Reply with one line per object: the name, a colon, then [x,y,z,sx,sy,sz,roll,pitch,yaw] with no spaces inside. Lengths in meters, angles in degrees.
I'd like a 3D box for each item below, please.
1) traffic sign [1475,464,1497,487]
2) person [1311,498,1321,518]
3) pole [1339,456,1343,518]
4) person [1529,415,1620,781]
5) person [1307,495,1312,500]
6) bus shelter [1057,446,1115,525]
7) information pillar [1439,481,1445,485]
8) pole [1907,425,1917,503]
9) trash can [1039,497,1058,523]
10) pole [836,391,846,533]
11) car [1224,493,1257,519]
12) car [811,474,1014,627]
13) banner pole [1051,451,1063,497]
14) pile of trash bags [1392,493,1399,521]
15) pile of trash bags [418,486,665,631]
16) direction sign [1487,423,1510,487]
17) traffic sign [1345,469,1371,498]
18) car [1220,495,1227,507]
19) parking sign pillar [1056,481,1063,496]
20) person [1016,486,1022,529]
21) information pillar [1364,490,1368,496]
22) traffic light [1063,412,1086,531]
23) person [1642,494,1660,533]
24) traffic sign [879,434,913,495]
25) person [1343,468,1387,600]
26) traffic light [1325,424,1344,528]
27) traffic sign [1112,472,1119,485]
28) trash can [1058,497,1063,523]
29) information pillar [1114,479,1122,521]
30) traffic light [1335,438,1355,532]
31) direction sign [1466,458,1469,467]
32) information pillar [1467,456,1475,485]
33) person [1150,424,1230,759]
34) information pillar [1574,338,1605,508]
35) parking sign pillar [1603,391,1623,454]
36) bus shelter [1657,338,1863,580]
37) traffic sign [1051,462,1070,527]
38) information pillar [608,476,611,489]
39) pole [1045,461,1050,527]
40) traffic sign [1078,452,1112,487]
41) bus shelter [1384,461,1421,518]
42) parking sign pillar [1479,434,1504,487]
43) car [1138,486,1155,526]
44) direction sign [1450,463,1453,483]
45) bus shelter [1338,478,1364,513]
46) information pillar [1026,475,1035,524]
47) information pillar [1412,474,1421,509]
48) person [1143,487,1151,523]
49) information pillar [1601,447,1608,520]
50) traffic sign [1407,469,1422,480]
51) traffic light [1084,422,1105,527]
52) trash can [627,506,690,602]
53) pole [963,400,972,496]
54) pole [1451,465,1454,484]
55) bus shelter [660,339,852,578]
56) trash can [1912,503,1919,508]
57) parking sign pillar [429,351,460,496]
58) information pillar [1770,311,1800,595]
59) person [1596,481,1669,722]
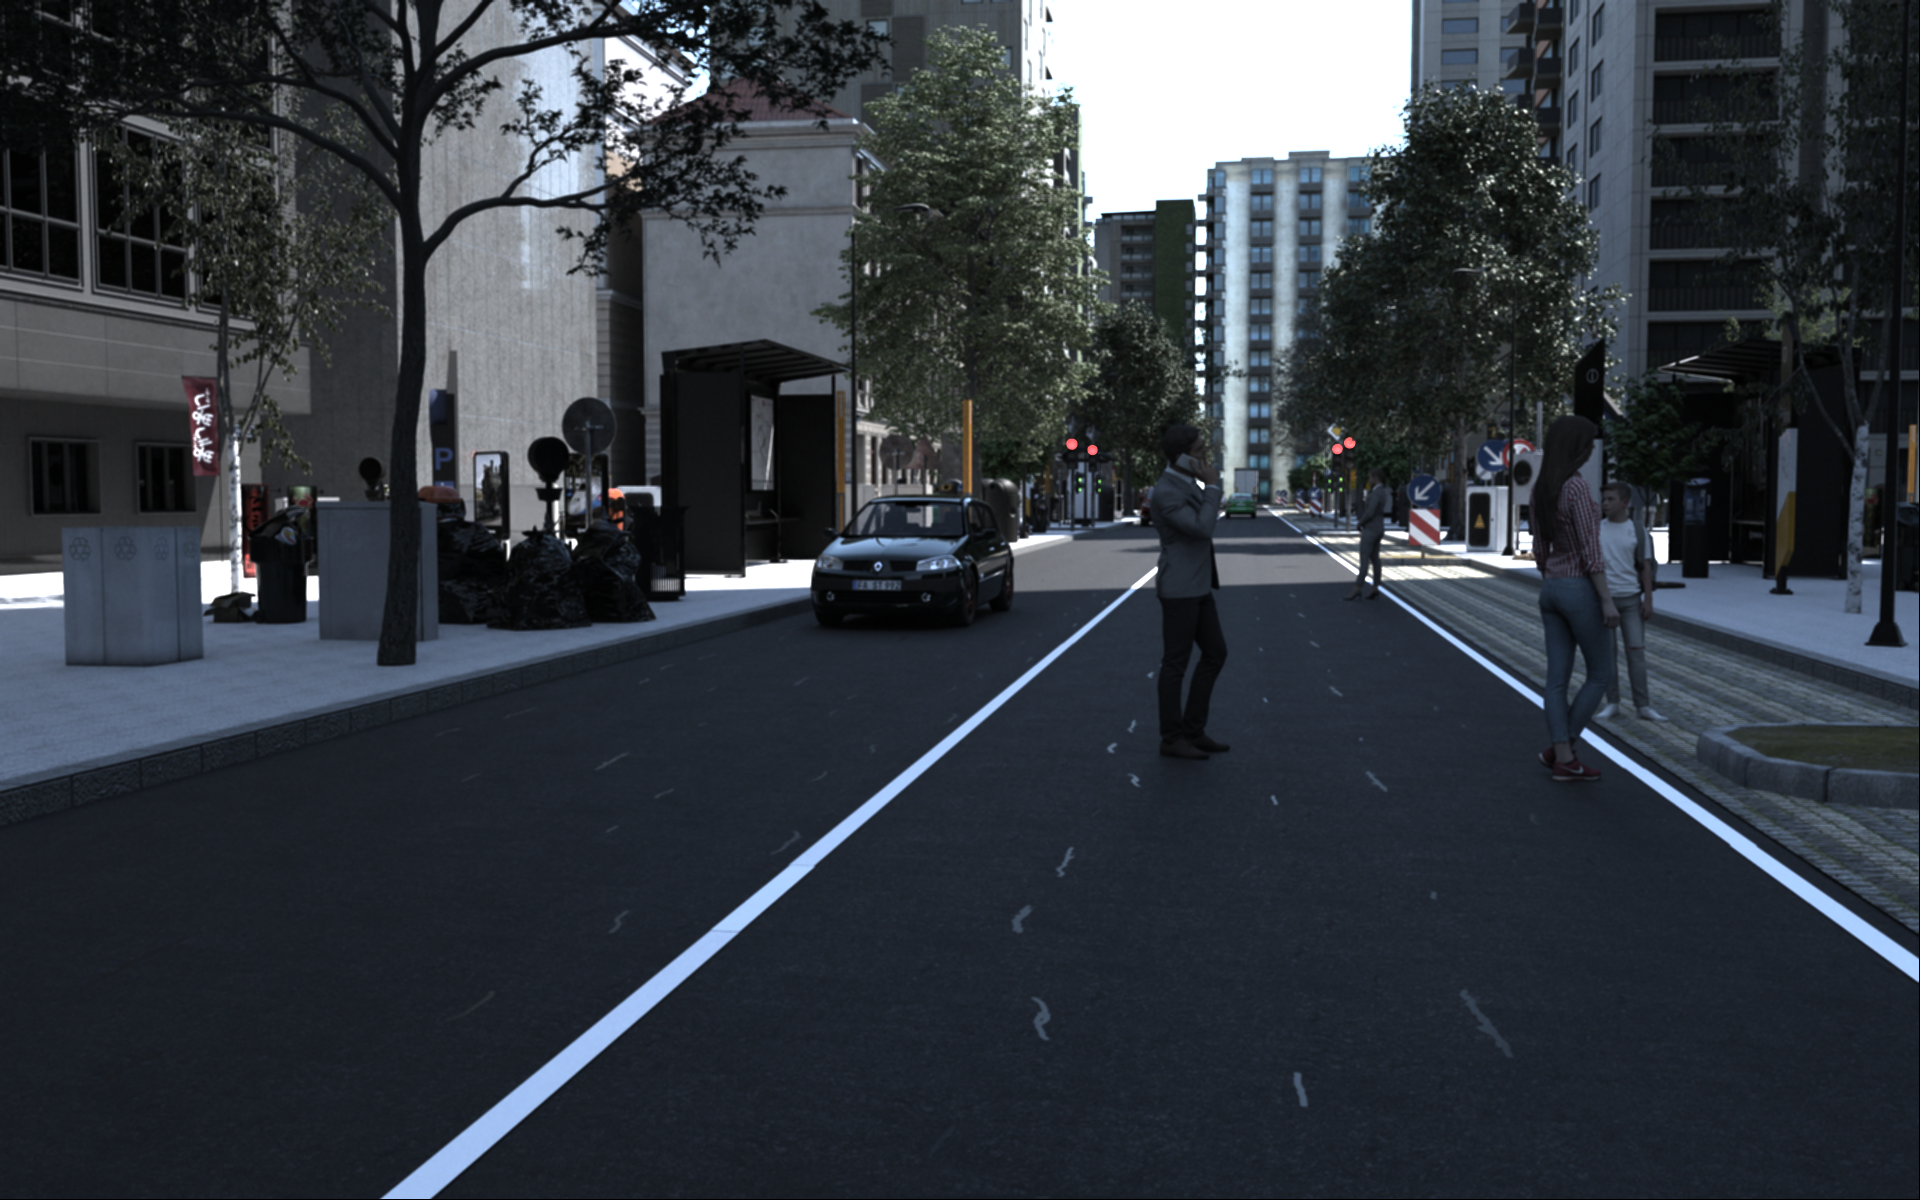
traffic sign: [19.471,-3.916,64.140,0.768,2.556,0.104,1,4,16]
person: [19.367,-5.266,94.376,0.755,1.850,0.659,3,4,36]
pole: [20.508,-6.078,93.216,0.158,3.312,0.155,0,3,0]
person: [3.077,-0.008,8.646,0.388,1.821,0.555,-2,4,-25]
person: [44.530,-12.943,220.651,0.750,1.759,0.617,1,4,12]
bus shelter: [5.502,-4.965,75.098,2.014,3.302,5.546,1,4,9]
information pillar: [26.587,-5.584,95.792,0.304,2.012,0.304,-3,5,-41]
pole: [27.992,-3.494,50.967,0.158,3.312,0.155,0,3,0]
trash can: [3.705,-3.951,76.246,0.748,1.137,0.748,0,3,0]
pole: [-2.367,-2.481,34.407,0.158,3.312,0.155,0,3,0]
car: [16.687,-5.757,102.926,1.959,1.807,4.718,1,4,9]
car: [-0.475,-0.629,20.072,2.009,1.686,4.222,1,4,11]
banner pole: [4.921,-6.047,88.887,0.863,3.779,0.401,2,4,34]
pile of trash bags: [21.602,-4.479,82.979,1.912,1.369,3.447,-1,4,-12]
pile of trash bags: [-4.712,-0.498,17.891,3.447,1.369,1.912,3,5,44]
direction sign: [17.191,-3.875,55.360,0.876,3.537,0.379,-1,4,-22]
traffic sign: [25.594,-7.123,110.332,2.265,3.308,0.079,1,4,19]
car: [29.224,-11.247,196.250,2.083,1.381,4.827,0,4,8]
parking sign pillar: [6.888,-7.583,112.451,1.447,3.967,1.447,3,4,39]
person: [2.103,-3.410,64.795,0.519,1.759,0.362,3,5,42]
information pillar: [32.554,-9.044,139.228,0.504,3.616,0.183,-1,4,-19]
traffic light: [3.875,-4.305,59.306,0.839,4.253,0.868,1,4,9]
person: [23.636,-3.101,59.395,0.606,1.804,0.583,1,4,11]
traffic sign: [-1.374,-2.254,36.961,0.768,2.556,0.104,1,4,16]
person: [5.506,-0.903,23.536,0.573,1.790,0.520,1,4,10]
traffic light: [14.271,-4.696,65.700,0.839,4.253,0.868,1,4,9]
traffic sign: [7.387,-5.122,84.927,0.795,2.450,0.064,1,4,10]
trash can: [4.344,-4.074,78.265,0.748,1.137,0.748,0,3,0]
information pillar: [7.687,-4.871,84.140,0.304,2.012,0.304,-1,4,-12]
traffic light: [12.966,-4.214,57.822,0.839,4.253,0.868,1,4,9]
direction sign: [31.238,-7.063,107.471,0.876,3.537,0.379,-2,4,-29]
information pillar: [31.377,-7.038,106.423,0.183,3.616,0.504,-3,5,-40]
person: [1.265,-0.047,9.448,0.473,1.802,0.592,2,4,31]
information pillar: [9.558,-2.140,26.343,0.183,3.616,0.504,-2,4,-32]
parking sign pillar: [14.909,-3.173,40.344,1.447,3.967,1.447,-1,4,-9]
bus shelter: [13.129,-2.305,28.964,1.731,3.624,6.357,1,4,9]
traffic sign: [3.922,-4.155,68.038,0.768,2.556,0.104,1,4,15]
information pillar: [-14.579,-4.104,71.588,0.304,2.012,0.304,0,4,-3]
pole: [3.400,-4.488,67.214,0.158,3.312,0.155,0,3,0]
traffic sign: [6.326,-5.565,84.862,2.265,3.308,0.079,1,4,13]
bus shelter: [23.127,-5.999,92.000,2.014,3.302,5.546,1,4,9]
parking sign pillar: [22.877,-5.266,74.572,1.447,3.967,1.447,-3,5,-41]
car: [9.225,-4.260,78.316,2.281,1.827,5.304,0,4,8]
direction sign: [35.841,-8.152,125.288,0.379,3.537,0.876,-3,5,-42]
bus shelter: [25.618,-7.339,113.921,2.014,3.302,5.546,1,4,9]
information pillar: [2.878,-4.976,72.719,0.504,3.616,0.183,2,4,27]
information pillar: [16.951,-3.660,64.325,0.304,2.012,0.304,2,4,27]
person: [9.326,-4.730,86.005,0.590,1.801,0.661,0,4,-2]
information pillar: [9.992,-1.393,27.274,0.304,2.012,0.304,3,5,39]
traffic sign: [23.268,-5.417,88.678,0.768,2.556,0.104,1,4,14]
traffic light: [5.181,-4.787,67.184,0.839,4.253,0.868,1,4,9]
trash can: [-3.613,-0.561,20.819,0.748,1.137,0.748,0,3,0]
pole: [0.156,-2.680,37.657,0.158,3.312,0.155,0,3,0]
pole: [34.563,-7.813,121.591,0.158,3.312,0.155,0,3,0]
bus shelter: [-3.303,-2.337,29.495,1.731,3.624,6.357,1,4,9]
trash can: [16.204,-1.050,28.828,0.748,1.137,0.748,0,3,0]
parking sign pillar: [-9.495,-2.661,31.976,1.447,3.967,1.447,-1,4,-13]
information pillar: [10.535,-1.878,22.055,0.183,3.616,0.504,1,4,9]
person: [4.210,0.007,10.982,0.503,1.515,0.523,0,4,-8]
